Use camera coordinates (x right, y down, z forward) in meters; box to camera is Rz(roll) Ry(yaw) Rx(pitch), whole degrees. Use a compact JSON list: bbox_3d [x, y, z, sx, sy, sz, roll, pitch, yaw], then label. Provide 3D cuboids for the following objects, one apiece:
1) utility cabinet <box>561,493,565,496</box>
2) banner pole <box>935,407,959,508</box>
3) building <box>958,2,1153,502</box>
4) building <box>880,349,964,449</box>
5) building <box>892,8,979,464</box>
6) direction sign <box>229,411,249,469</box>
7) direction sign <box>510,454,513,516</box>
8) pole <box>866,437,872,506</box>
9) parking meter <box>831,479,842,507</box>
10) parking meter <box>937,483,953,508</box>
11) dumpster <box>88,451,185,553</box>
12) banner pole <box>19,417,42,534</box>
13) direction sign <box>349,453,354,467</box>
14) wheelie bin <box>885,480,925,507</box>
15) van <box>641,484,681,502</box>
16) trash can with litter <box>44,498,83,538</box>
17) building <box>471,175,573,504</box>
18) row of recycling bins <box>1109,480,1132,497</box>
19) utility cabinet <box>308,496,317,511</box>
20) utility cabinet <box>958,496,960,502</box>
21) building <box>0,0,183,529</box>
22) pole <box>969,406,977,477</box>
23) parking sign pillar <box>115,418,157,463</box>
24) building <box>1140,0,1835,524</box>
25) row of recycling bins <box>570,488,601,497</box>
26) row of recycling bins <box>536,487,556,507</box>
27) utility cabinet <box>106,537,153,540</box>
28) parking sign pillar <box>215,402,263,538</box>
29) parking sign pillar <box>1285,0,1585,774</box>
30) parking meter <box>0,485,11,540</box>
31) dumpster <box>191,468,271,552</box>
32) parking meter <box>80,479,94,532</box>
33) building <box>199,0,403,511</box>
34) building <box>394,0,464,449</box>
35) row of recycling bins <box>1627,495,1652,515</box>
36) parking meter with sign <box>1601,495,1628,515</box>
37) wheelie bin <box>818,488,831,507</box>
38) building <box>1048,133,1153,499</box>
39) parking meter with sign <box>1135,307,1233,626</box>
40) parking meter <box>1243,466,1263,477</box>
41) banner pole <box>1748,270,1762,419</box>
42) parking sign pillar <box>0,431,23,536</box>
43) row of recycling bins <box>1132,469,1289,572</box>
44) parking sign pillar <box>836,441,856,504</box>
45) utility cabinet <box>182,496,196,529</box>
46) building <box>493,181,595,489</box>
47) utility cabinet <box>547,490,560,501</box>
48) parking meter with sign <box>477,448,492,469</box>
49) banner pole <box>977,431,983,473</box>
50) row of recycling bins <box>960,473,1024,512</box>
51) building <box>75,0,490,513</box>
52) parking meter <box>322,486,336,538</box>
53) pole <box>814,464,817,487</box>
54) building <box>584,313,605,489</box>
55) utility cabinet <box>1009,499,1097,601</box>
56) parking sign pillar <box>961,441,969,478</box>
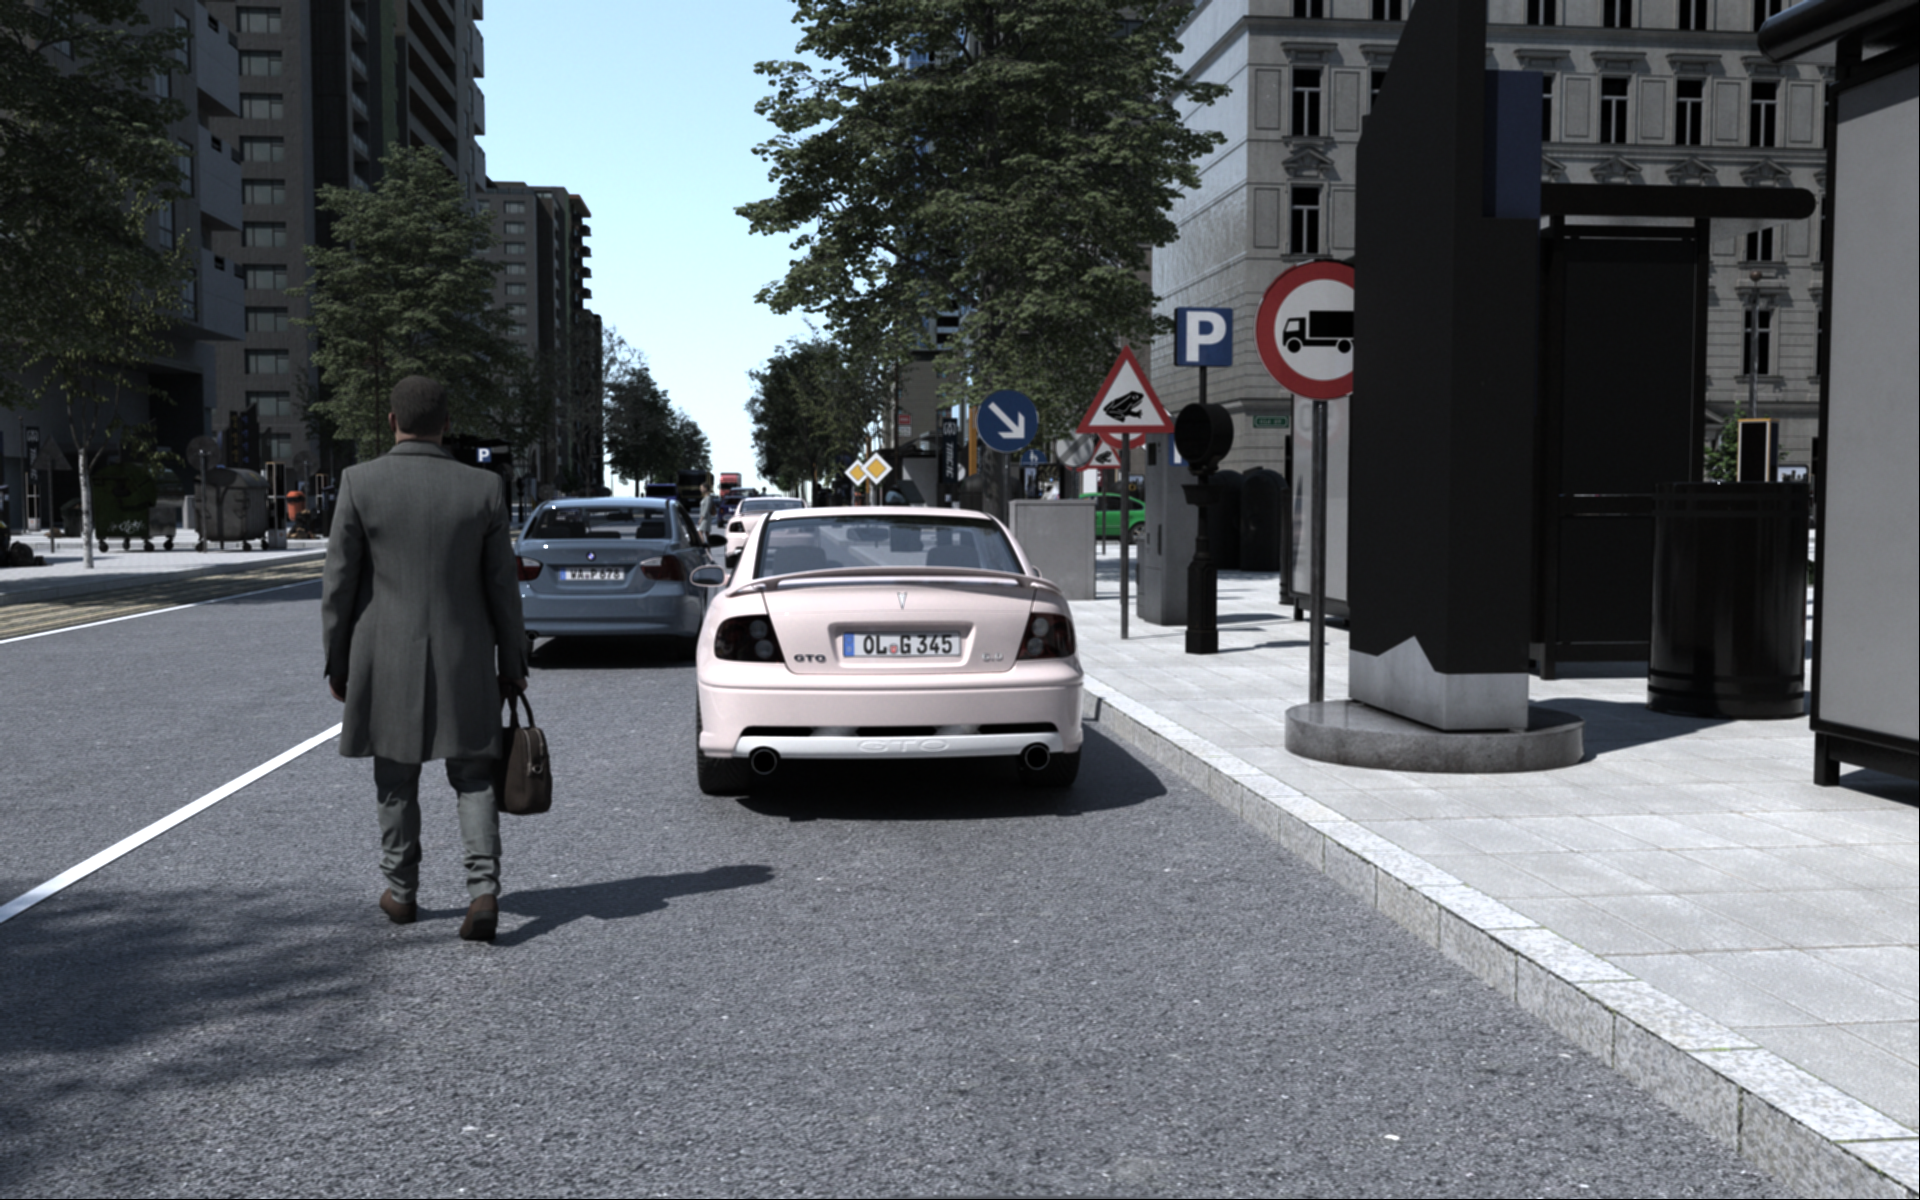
[{"bbox_3d":[-26.190,-6.431,113.818,0.318,1.500,1.173,-2,4,-23],"label":"utility cabinet"},{"bbox_3d":[-0.439,-3.675,50.108,0.863,3.779,0.401,-1,4,-21],"label":"banner pole"},{"bbox_3d":[10.807,-43.288,146.017,20.563,71.187,20.611,0,4,-6],"label":"building"},{"bbox_3d":[3.749,-24.200,240.716,27.650,21.520,28.899,0,4,-6],"label":"building"},{"bbox_3d":[-1.714,-58.442,268.197,22.319,86.520,31.000,0,4,-6],"label":"building"},{"bbox_3d":[-19.762,-3.398,47.557,0.379,3.537,0.876,0,4,8],"label":"direction sign"},{"bbox_3d":[-26.174,-6.647,100.678,0.379,3.537,0.876,-1,4,-18],"label":"direction sign"},{"bbox_3d":[-3.259,-4.166,61.965,0.158,3.312,0.155,0,3,0],"label":"pole"},{"bbox_3d":[-4.697,-3.686,65.984,0.399,1.863,0.255,-3,5,-43],"label":"parking meter"},{"bbox_3d":[-0.367,-2.018,41.398,0.372,1.533,0.369,0,3,0],"label":"parking meter"},{"bbox_3d":[-18.431,-2.218,38.751,1.502,2.255,1.985,0,4,-7],"label":"dumpster"},{"bbox_3d":[-30.221,-4.051,56.249,0.401,3.779,0.863,2,4,27],"label":"banner pole"},{"bbox_3d":[-33.384,-6.306,95.102,0.379,3.537,0.876,0,4,-5],"label":"direction sign"},{"bbox_3d":[-1.245,-1.868,38.453,0.693,1.594,0.980,2,4,33],"label":"wheelie bin"},{"bbox_3d":[-17.137,-5.820,99.538,2.240,2.365,5.245,-1,4,-8],"label":"van"},{"bbox_3d":[-26.189,-2.405,50.701,0.624,1.170,1.055,2,4,32],"label":"trash can with litter"},{"bbox_3d":[-58.020,-33.005,223.231,14.154,41.232,14.086,0,4,-6],"label":"building"},{"bbox_3d":[6.179,-2.719,51.570,3.534,1.692,1.069,0,4,-6],"label":"row of recycling bins"},{"bbox_3d":[-27.023,-3.746,72.408,0.306,1.237,1.020,-1,4,-13],"label":"utility cabinet"},{"bbox_3d":[0.356,-3.267,64.585,0.306,1.237,1.020,3,4,36],"label":"utility cabinet"},{"bbox_3d":[-46.504,-29.416,70.190,28.713,52.752,27.495,0,4,-6],"label":"building"},{"bbox_3d":[0.300,-2.834,40.181,0.158,3.312,0.155,0,3,0],"label":"pole"},{"bbox_3d":[-29.150,-4.456,61.333,1.447,3.967,1.447,3,5,40],"label":"parking sign pillar"},{"bbox_3d":[31.028,-18.224,74.373,44.131,29.872,17.030,0,4,-6],"label":"building"},{"bbox_3d":[-25.414,-6.775,117.892,1.069,1.692,3.534,1,4,19],"label":"row of recycling bins"},{"bbox_3d":[-22.920,-5.414,95.634,1.069,1.692,3.534,0,4,-6],"label":"row of recycling bins"},{"bbox_3d":[-23.198,-2.425,48.332,1.173,1.500,0.318,-3,4,-38],"label":"utility cabinet"},{"bbox_3d":[-20.995,-3.781,50.284,1.447,3.967,1.447,1,4,18],"label":"parking sign pillar"},{"bbox_3d":[2.355,-1.227,8.535,1.447,3.967,1.447,0,4,-7],"label":"parking sign pillar"},{"bbox_3d":[-26.527,-2.419,47.962,0.372,1.533,0.369,0,3,0],"label":"parking meter"},{"bbox_3d":[-16.337,-2.024,38.849,1.264,1.857,1.865,0,4,-6],"label":"dumpster"},{"bbox_3d":[-29.288,-3.206,58.130,0.399,1.863,0.255,-2,4,-30],"label":"parking meter"},{"bbox_3d":[-44.179,-26.077,109.953,14.154,41.232,14.086,0,4,-6],"label":"building"},{"bbox_3d":[-50.309,-30.975,130.142,21.300,48.544,21.600,0,4,-6],"label":"building"},{"bbox_3d":[41.682,-5.997,105.168,1.069,1.692,3.534,-2,4,-27],"label":"row of recycling bins"},{"bbox_3d":[13.356,-2.386,35.274,0.543,3.016,1.738,1,4,11],"label":"parking meter with sign"},{"bbox_3d":[-7.213,-5.201,92.937,0.980,1.594,0.693,1,4,18],"label":"wheelie bin"},{"bbox_3d":[10.044,-15.594,105.875,10.553,20.767,40.483,0,4,-6],"label":"building"},{"bbox_3d":[2.130,-1.274,17.088,0.543,3.016,1.738,-1,4,-10],"label":"parking meter with sign"},{"bbox_3d":[6.217,-1.906,36.876,0.399,1.863,0.255,3,5,40],"label":"parking meter"},{"bbox_3d":[8.814,-1.788,19.252,0.401,3.779,0.863,1,4,21],"label":"banner pole"},{"bbox_3d":[-29.869,-3.980,53.551,1.447,3.967,1.447,-2,4,-32],"label":"parking sign pillar"},{"bbox_3d":[4.446,-1.405,30.091,1.069,1.692,3.534,-2,4,-27],"label":"row of recycling bins"},{"bbox_3d":[-5.725,-6.032,87.103,1.447,3.967,1.447,-3,4,-36],"label":"parking sign pillar"},{"bbox_3d":[-28.216,-3.233,64.020,0.306,1.237,1.020,2,4,26],"label":"utility cabinet"},{"bbox_3d":[-63.828,-36.101,244.882,22.147,44.769,28.867,0,4,-6],"label":"building"},{"bbox_3d":[-21.270,-4.999,90.408,0.318,1.500,1.173,0,4,1],"label":"utility cabinet"},{"bbox_3d":[-17.931,-4.166,64.377,0.543,3.016,1.738,0,4,3],"label":"parking meter with sign"},{"bbox_3d":[0.686,-3.942,54.465,0.863,3.779,0.401,-3,5,-40],"label":"banner pole"},{"bbox_3d":[0.713,-1.727,35.341,1.069,1.692,3.534,1,4,11],"label":"row of recycling bins"},{"bbox_3d":[-57.447,-34.534,153.862,28.713,52.752,27.495,0,4,-6],"label":"building"},{"bbox_3d":[-18.649,-2.616,51.188,0.372,1.533,0.369,0,3,0],"label":"parking meter"},{"bbox_3d":[-9.634,-7.441,115.501,0.158,3.312,0.155,0,3,0],"label":"pole"},{"bbox_3d":[-62.721,-30.295,267.031,14.160,30.474,14.107,0,4,-6],"label":"building"},{"bbox_3d":[1.115,-0.595,20.898,1.020,1.237,0.306,-1,4,-15],"label":"utility cabinet"},{"bbox_3d":[0.478,-5.476,78.003,1.447,3.967,1.447,-2,4,-25],"label":"parking sign pillar"}]
